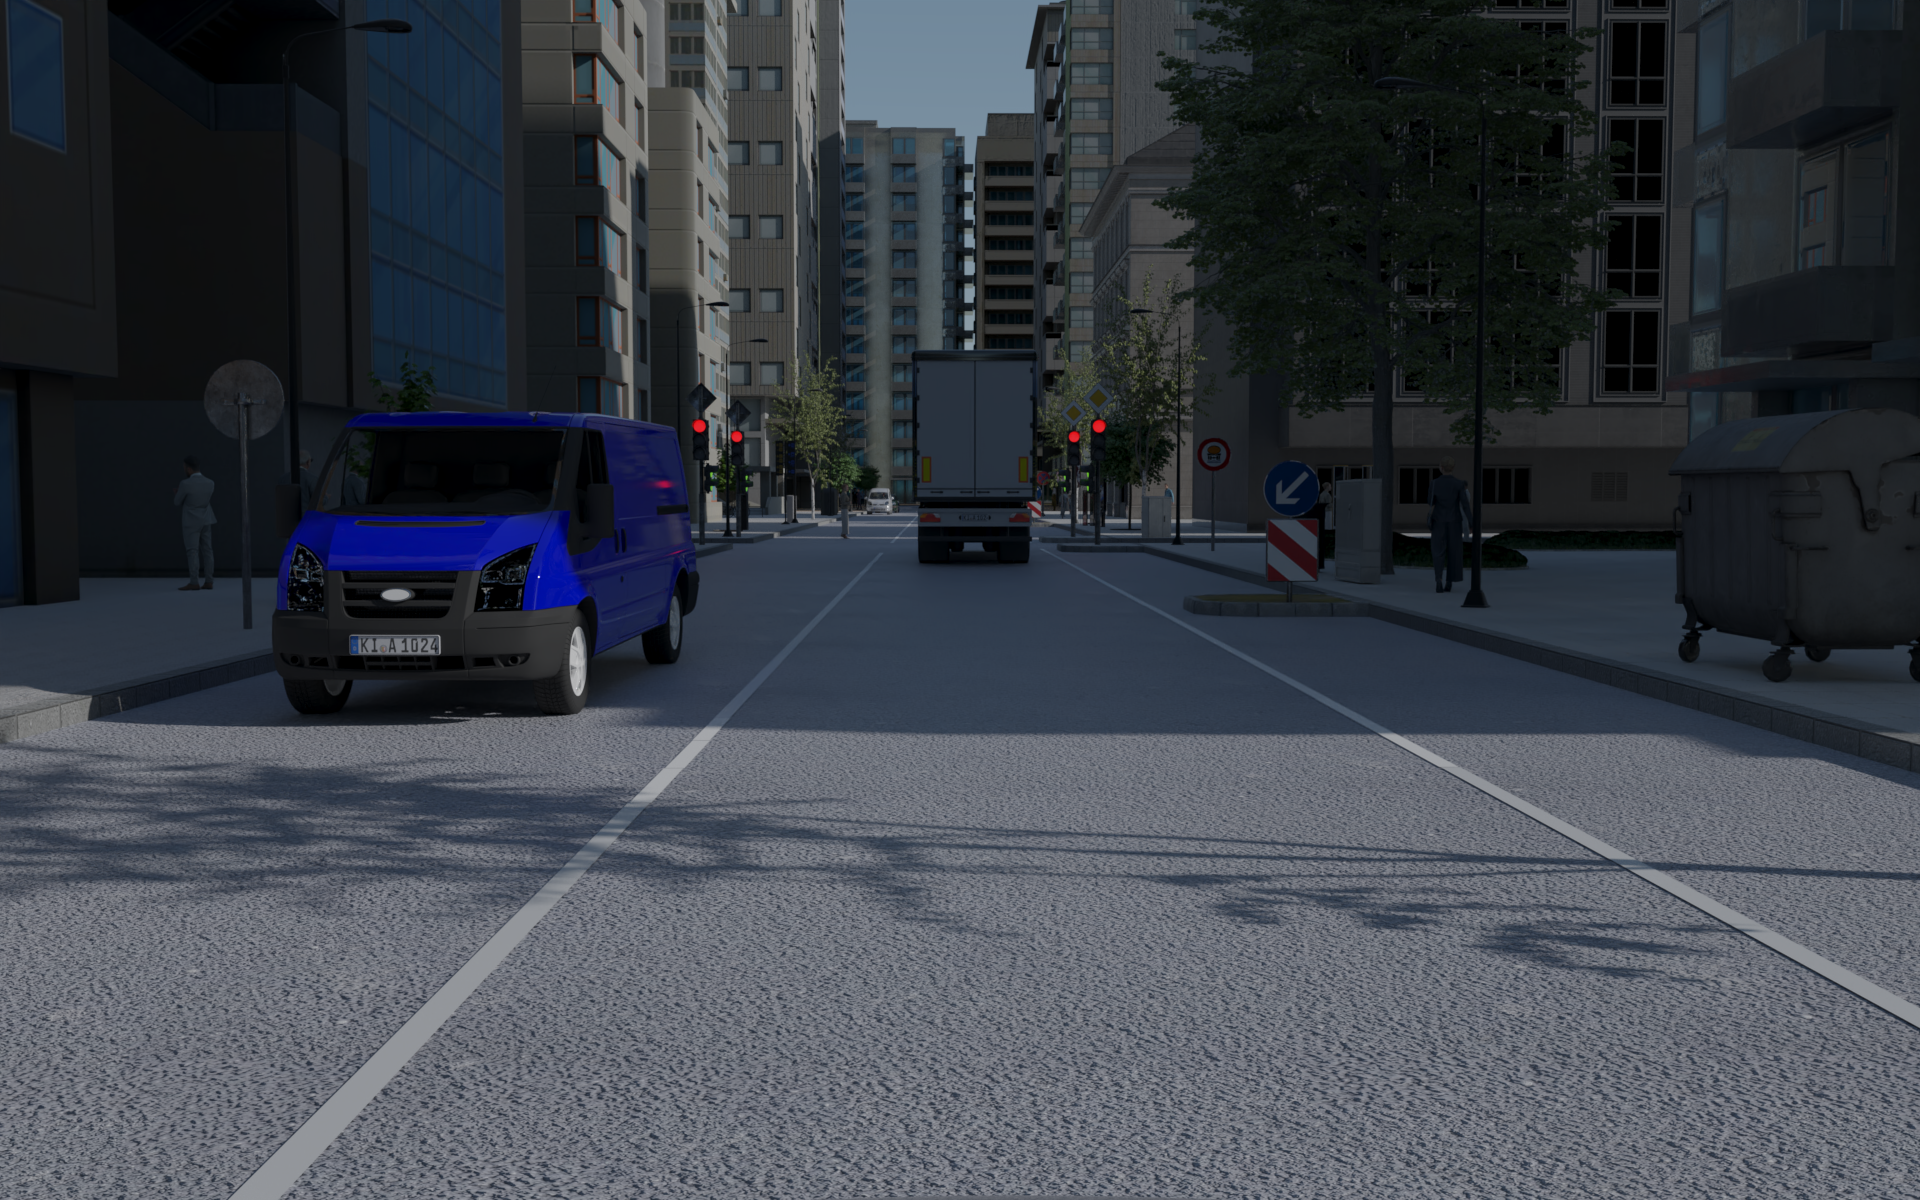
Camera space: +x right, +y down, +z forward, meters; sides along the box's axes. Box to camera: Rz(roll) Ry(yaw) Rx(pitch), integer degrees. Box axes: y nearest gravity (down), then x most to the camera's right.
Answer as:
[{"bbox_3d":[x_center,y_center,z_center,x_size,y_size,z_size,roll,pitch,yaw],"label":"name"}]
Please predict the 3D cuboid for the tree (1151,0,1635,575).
[{"bbox_3d":[6.427,-6.701,27.685,7.486,12.596,7.792,0,3,0],"label":"tree"}]

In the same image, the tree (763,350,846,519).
[{"bbox_3d":[-7.598,-8.392,87.579,4.737,8.622,4.395,0,3,0],"label":"tree"}]

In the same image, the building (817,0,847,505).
[{"bbox_3d":[-26.652,-39.510,187.982,28.212,58.520,21.231,0,4,-1],"label":"building"}]

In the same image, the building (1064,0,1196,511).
[{"bbox_3d":[15.013,-27.554,134.096,14.154,41.232,14.086,0,4,-1],"label":"building"}]

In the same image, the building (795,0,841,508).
[{"bbox_3d":[-21.854,-44.404,164.260,20.563,71.187,20.611,0,4,-1],"label":"building"}]

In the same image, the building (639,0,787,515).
[{"bbox_3d":[-27.861,-25.629,110.911,32.217,40.220,23.993,0,4,-1],"label":"building"}]

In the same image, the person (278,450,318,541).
[{"bbox_3d":[-7.756,-0.876,20.535,0.661,1.801,0.590,1,4,14],"label":"person"}]

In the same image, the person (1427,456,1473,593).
[{"bbox_3d":[6.369,-0.984,22.558,0.576,1.772,0.534,0,4,-1],"label":"person"}]

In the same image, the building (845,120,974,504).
[{"bbox_3d":[-13.565,-36.998,224.532,30.456,49.044,23.786,0,4,-1],"label":"building"}]

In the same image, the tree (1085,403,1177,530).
[{"bbox_3d":[6.083,-4.775,61.792,4.285,4.588,4.351,0,3,0],"label":"tree"}]

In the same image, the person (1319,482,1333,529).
[{"bbox_3d":[10.214,-2.389,48.111,0.362,1.759,0.519,-1,4,-16],"label":"person"}]

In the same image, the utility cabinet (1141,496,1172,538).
[{"bbox_3d":[5.808,-2.444,51.123,1.020,1.237,0.306,-3,5,-42],"label":"utility cabinet"}]

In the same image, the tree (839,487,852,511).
[{"bbox_3d":[-9.237,-8.578,134.853,1.663,3.219,1.824,0,3,0],"label":"tree"}]

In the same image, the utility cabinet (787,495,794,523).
[{"bbox_3d":[-7.568,-4.084,77.931,0.306,1.237,1.020,0,4,3],"label":"utility cabinet"}]

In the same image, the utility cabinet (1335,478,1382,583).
[{"bbox_3d":[5.755,-1.005,25.113,0.318,1.500,1.173,0,4,-6],"label":"utility cabinet"}]

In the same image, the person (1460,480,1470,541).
[{"bbox_3d":[13.396,-2.298,46.254,0.466,1.800,0.511,0,3,0],"label":"person"}]

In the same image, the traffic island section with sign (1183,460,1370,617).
[{"bbox_3d":[3.783,-0.765,21.140,1.989,1.847,2.006,0,4,-1],"label":"traffic island section with sign"}]

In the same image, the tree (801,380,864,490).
[{"bbox_3d":[-8.327,-9.773,110.158,4.360,8.622,3.978,0,3,0],"label":"tree"}]

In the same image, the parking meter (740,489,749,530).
[{"bbox_3d":[-7.706,-3.430,61.789,0.255,1.863,0.399,0,4,5],"label":"parking meter"}]

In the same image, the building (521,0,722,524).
[{"bbox_3d":[-25.127,-13.656,68.316,27.650,21.520,28.899,0,4,-1],"label":"building"}]

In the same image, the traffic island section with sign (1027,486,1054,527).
[{"bbox_3d":[3.125,-4.148,76.448,1.989,1.847,2.006,0,4,-1],"label":"traffic island section with sign"}]

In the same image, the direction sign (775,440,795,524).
[{"bbox_3d":[-7.384,-4.970,73.252,0.876,3.537,0.379,-2,4,-28],"label":"direction sign"}]

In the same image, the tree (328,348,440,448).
[{"bbox_3d":[-7.316,-1.748,23.186,1.663,3.219,1.824,0,3,0],"label":"tree"}]

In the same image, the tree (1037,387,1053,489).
[{"bbox_3d":[5.616,-8.161,83.797,4.737,8.622,4.395,0,3,0],"label":"tree"}]

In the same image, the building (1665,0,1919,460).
[{"bbox_3d":[24.041,-24.501,20.206,23.786,49.044,30.456,0,4,-1],"label":"building"}]

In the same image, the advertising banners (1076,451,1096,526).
[{"bbox_3d":[5.088,-4.527,70.209,0.090,3.025,2.074,-1,4,-18],"label":"advertising banners"}]

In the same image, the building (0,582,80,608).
[{"bbox_3d":[-17.105,-22.182,12.786,14.600,45.320,14.200,0,4,-1],"label":"building"}]

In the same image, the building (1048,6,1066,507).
[{"bbox_3d":[20.026,-32.816,156.149,23.786,49.044,30.456,0,4,-1],"label":"building"}]

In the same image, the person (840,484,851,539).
[{"bbox_3d":[-3.672,-2.858,55.774,0.362,1.759,0.519,-1,4,-9],"label":"person"}]

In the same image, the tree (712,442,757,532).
[{"bbox_3d":[-8.006,-3.944,59.082,1.663,3.219,1.824,0,3,0],"label":"tree"}]

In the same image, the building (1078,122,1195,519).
[{"bbox_3d":[12.682,-15.657,106.899,10.553,20.767,40.483,0,4,-1],"label":"building"}]

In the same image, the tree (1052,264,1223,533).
[{"bbox_3d":[6.212,-6.497,56.582,4.737,8.622,4.395,0,3,0],"label":"tree"}]

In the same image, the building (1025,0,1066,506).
[{"bbox_3d":[21.984,-36.462,185.388,28.713,52.752,27.495,0,4,-1],"label":"building"}]

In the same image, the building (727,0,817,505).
[{"bbox_3d":[-25.843,-33.732,140.764,28.713,52.752,27.495,0,4,-1],"label":"building"}]

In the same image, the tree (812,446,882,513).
[{"bbox_3d":[-8.149,-8.122,116.501,4.285,4.588,4.351,0,3,0],"label":"tree"}]

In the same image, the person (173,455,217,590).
[{"bbox_3d":[-10.281,-1.040,23.221,0.466,1.800,0.511,1,4,14],"label":"person"}]

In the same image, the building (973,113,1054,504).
[{"bbox_3d":[12.475,-36.700,223.741,21.600,48.544,21.300,0,4,-1],"label":"building"}]

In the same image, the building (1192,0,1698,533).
[{"bbox_3d":[21.247,-16.395,61.558,24.014,27.812,14.314,0,4,-1],"label":"building"}]

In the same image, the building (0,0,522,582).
[{"bbox_3d":[-17.091,-23.366,32.148,14.200,45.320,14.600,0,4,-1],"label":"building"}]
